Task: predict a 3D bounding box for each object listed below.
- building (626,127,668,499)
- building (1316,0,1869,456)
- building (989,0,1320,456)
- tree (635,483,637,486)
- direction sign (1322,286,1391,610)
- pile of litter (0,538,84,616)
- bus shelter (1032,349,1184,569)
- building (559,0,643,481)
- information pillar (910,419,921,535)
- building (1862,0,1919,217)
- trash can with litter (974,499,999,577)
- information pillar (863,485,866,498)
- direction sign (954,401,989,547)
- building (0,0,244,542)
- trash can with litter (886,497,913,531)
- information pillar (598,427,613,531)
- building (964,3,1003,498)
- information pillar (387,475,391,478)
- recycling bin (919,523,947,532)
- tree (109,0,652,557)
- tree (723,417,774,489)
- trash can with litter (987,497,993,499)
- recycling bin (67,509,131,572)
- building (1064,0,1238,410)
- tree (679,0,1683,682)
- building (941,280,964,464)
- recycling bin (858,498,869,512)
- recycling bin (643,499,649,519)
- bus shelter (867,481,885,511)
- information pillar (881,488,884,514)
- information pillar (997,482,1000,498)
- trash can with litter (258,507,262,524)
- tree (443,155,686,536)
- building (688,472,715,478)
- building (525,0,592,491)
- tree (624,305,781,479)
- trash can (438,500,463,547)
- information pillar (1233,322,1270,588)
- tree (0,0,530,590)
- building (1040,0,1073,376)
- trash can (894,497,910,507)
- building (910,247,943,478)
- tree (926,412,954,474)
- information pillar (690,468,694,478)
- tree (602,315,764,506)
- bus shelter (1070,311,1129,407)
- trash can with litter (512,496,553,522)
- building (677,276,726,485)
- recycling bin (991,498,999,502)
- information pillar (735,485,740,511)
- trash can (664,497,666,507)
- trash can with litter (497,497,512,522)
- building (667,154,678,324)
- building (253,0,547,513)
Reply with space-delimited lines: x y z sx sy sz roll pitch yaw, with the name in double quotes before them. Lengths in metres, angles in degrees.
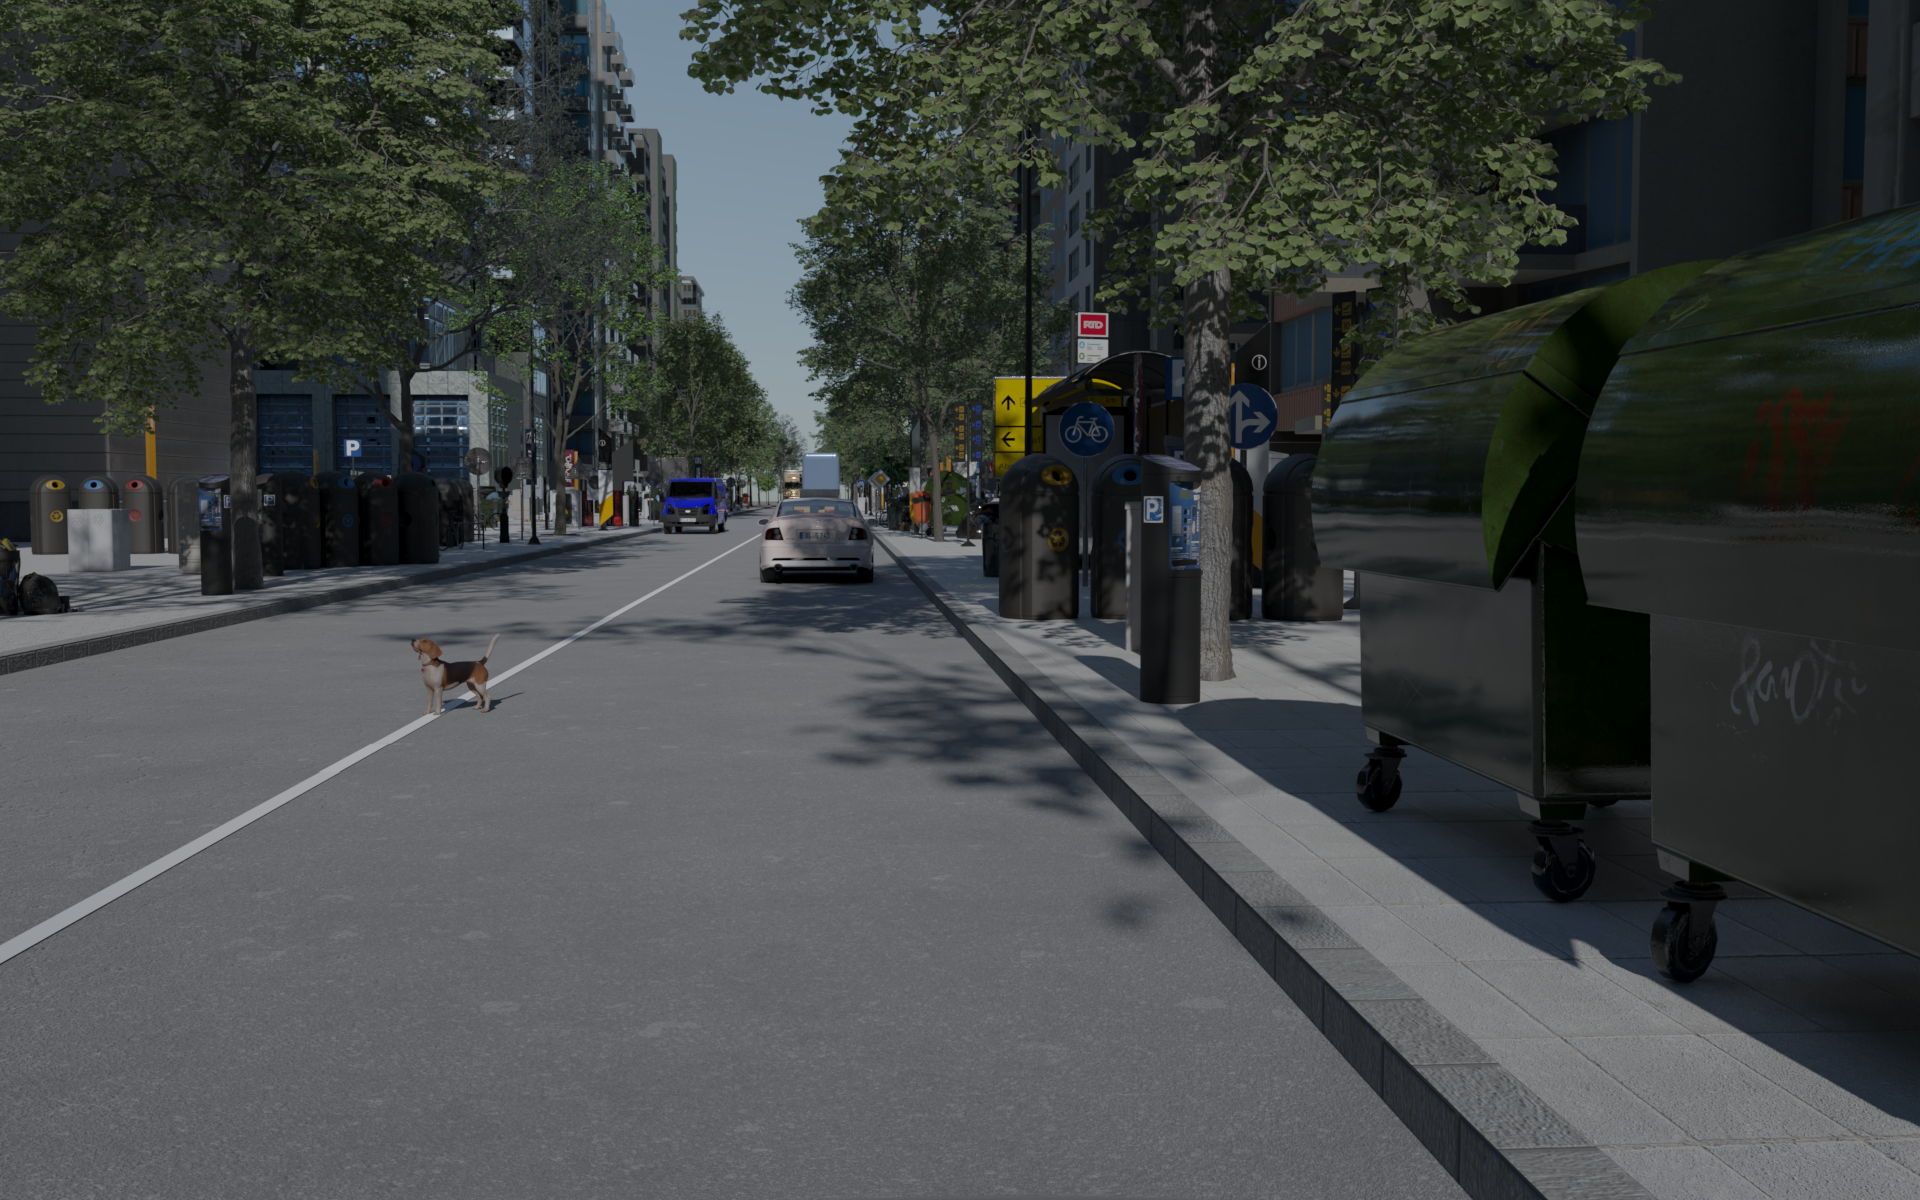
"building" -39.870 -30.840 187.833 14.154 41.232 14.086 0 4 -4
"building" 18.324 -23.868 44.872 22.147 44.769 28.867 0 4 -4
"building" 13.686 -29.644 139.309 22.147 44.769 28.867 0 4 -4
"tree" -27.623 -9.056 142.674 1.663 3.219 1.824 0 3 0
"direction sign" 4.438 -1.668 19.272 0.379 3.537 0.876 -2 4 -31
"pile of litter" -10.320 -0.274 18.441 1.719 0.858 1.176 -1 4 -21
"bus shelter" 2.357 -2.024 27.024 2.014 3.302 5.546 0 4 -4
"building" -42.913 -33.363 165.085 23.786 49.044 30.456 0 4 -4
"information pillar" -1.402 -3.836 54.075 0.183 3.616 0.504 2 4 30
"building" 23.220 -23.740 11.853 21.300 48.544 21.600 0 4 -4
"trash can with litter" 0.542 -0.959 27.060 0.624 1.170 1.055 0 4 2
"information pillar" -7.884 -8.504 143.535 0.304 2.012 0.304 0 4 -6
"direction sign" 0.201 -3.075 42.273 0.876 3.537 0.379 3 5 40
"building" -35.121 -15.477 50.306 25.104 27.353 12.463 0 4 -4
"trash can with litter" -2.081 -3.003 60.486 1.055 1.170 0.624 3 5 43
"information pillar" -12.369 -4.222 60.382 0.504 3.616 0.183 0 4 -3
"building" 10.860 -39.009 179.793 21.231 58.520 28.212 0 4 -4
"information pillar" -22.544 -3.897 68.215 0.304 2.012 0.304 -1 4 -14
"recycling bin" -0.930 -2.859 59.302 0.722 1.027 0.722 -2 4 -35
"tree" -11.289 -7.605 34.707 12.009 13.543 11.850 0 3 0
"tree" -17.965 -11.469 137.885 4.360 8.622 3.978 0 3 0
"trash can with litter" 0.613 -2.786 56.931 1.055 1.170 0.624 2 4 29
"recycling bin" -14.288 -0.991 28.755 0.722 1.027 0.722 0 4 -1
"building" 13.564 -19.807 95.543 14.107 30.474 14.160 0 4 -4
"tree" 1.532 -5.748 12.112 7.486 12.596 7.792 0 3 0
"building" 9.647 -35.516 272.566 32.217 40.220 23.993 0 4 -4
"recycling bin" -7.007 -6.909 125.510 0.722 1.027 0.722 0 4 3
"recycling bin" -15.659 -4.601 87.779 0.722 1.027 0.722 -1 4 -17
"bus shelter" -6.470 -9.758 137.182 2.179 5.291 8.768 0 4 -4
"information pillar" -4.943 -7.300 110.703 0.183 3.616 0.504 0 4 1
"information pillar" 2.509 -6.337 108.109 0.304 2.012 0.304 -3 4 -37
"trash can with litter" -12.893 -1.288 32.445 0.624 1.170 1.055 -2 4 -26
"tree" -12.238 -7.789 53.107 9.928 11.665 9.643 0 3 0
"building" -51.025 -25.324 259.088 27.650 21.520 28.899 0 4 -4
"building" -40.537 -42.760 137.380 20.563 71.187 20.611 0 4 -4
"tree" -15.877 -11.535 105.612 9.611 12.733 9.660 0 3 0
"trash can" -12.555 -1.885 42.481 0.748 1.137 0.748 0 3 0
"information pillar" 3.982 -1.972 23.601 0.504 3.616 0.183 0 4 -6
"tree" -9.224 -6.415 23.018 7.486 12.596 7.792 0 3 0
"building" 12.794 -28.108 109.670 14.600 45.320 14.200 0 4 -4
"trash can" -3.109 -4.650 87.684 0.748 1.137 0.748 0 3 0
"building" 2.610 -39.373 298.366 22.147 44.769 28.867 0 4 -4
"tree" -1.392 -11.400 136.753 4.360 8.622 3.978 0 3 0
"information pillar" -21.205 -8.912 137.067 0.504 3.616 0.183 3 4 38
"tree" -14.719 -9.586 91.147 8.767 10.594 7.601 0 4 -3
"bus shelter" 2.390 -3.551 35.683 2.179 5.291 8.768 0 4 -4
"trash can with litter" -19.197 -4.166 79.169 2.233 1.210 1.678 1 4 23
"building" -55.187 -36.271 284.909 32.217 40.220 23.993 0 4 -4
"recycling bin" 2.253 -5.317 99.484 0.722 1.027 0.722 3 5 41
"information pillar" -17.203 -7.916 133.914 0.304 2.012 0.304 -2 4 -35
"trash can" -14.871 -4.720 88.823 0.748 1.137 0.748 0 3 0
"trash can with litter" -21.247 -4.199 80.033 0.624 1.170 1.055 1 4 23
"building" -40.559 -31.714 202.120 14.154 41.232 14.086 0 4 -4
"building" -37.061 -48.358 103.333 22.319 86.520 31.000 0 4 -4
